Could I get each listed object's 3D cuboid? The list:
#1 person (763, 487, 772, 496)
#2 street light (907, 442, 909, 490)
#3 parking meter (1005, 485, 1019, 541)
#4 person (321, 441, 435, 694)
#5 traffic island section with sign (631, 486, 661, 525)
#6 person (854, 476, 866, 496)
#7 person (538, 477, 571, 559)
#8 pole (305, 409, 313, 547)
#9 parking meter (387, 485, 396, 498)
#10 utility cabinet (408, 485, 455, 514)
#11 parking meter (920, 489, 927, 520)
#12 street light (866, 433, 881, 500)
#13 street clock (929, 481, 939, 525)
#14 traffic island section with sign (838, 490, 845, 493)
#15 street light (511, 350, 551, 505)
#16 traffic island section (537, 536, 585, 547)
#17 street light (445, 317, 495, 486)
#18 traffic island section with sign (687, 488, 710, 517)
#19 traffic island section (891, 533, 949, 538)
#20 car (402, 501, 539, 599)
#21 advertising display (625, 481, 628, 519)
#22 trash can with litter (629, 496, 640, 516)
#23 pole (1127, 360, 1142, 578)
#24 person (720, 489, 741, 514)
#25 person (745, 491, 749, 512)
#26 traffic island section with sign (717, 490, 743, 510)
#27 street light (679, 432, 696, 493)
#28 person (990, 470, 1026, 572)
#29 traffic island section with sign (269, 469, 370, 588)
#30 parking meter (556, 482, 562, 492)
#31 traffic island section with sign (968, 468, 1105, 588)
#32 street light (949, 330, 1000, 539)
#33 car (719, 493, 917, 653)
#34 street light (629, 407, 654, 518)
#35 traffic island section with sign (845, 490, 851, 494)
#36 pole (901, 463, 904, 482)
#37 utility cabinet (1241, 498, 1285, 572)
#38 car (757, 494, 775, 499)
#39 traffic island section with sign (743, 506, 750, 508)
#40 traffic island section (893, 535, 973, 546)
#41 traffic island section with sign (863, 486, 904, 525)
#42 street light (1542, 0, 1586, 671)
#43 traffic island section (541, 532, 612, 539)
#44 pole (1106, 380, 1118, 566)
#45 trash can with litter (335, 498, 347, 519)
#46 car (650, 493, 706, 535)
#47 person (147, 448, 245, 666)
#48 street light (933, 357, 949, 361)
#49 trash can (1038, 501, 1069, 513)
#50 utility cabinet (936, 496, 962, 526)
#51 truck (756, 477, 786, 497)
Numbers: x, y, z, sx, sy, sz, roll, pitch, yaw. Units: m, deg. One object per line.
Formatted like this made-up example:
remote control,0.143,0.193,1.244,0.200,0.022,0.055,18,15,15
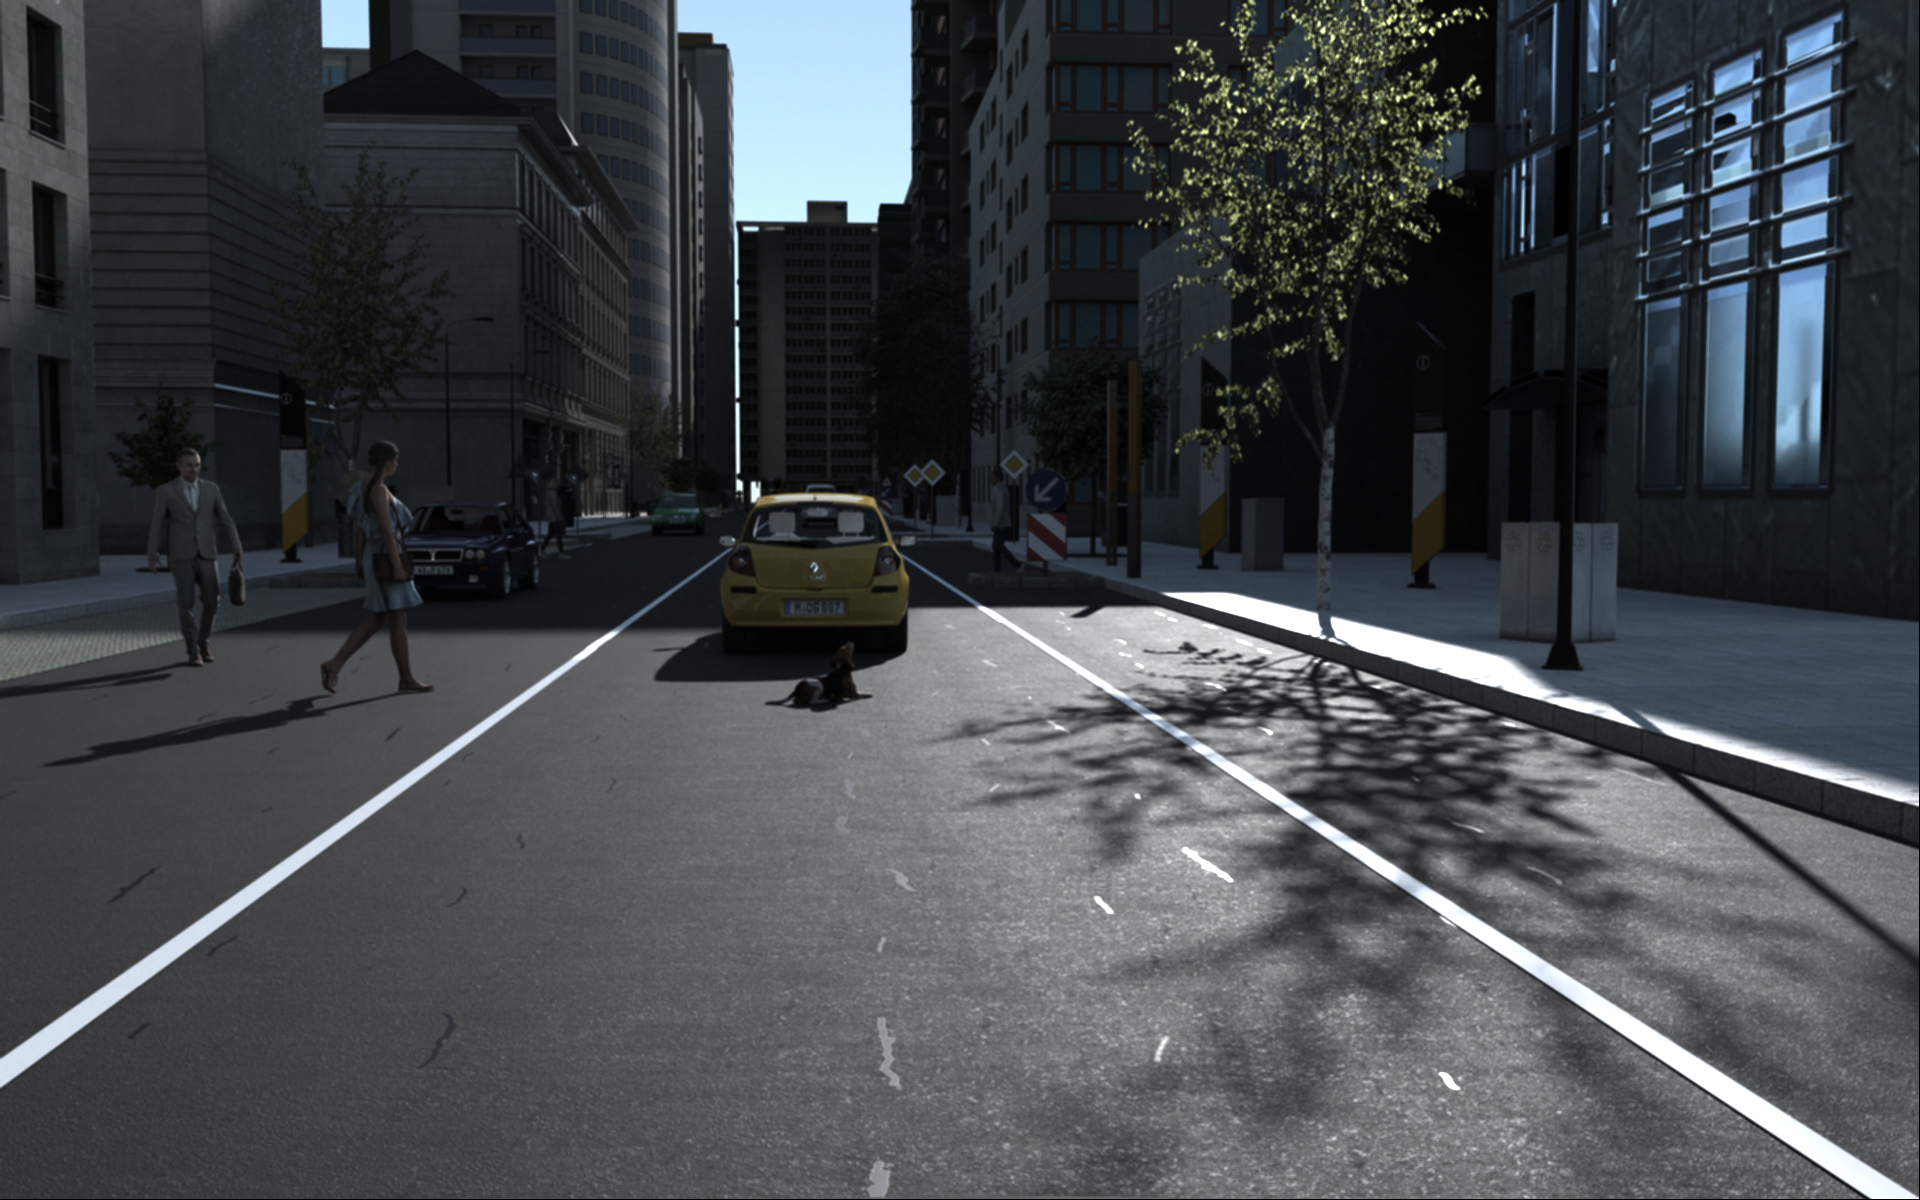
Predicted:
person,-10.219,-5.122,92.425,0.721,1.800,0.419,-1,4,-16
street light,-3.391,-7.509,95.314,1.470,5.913,1.316,0,4,-5
parking meter,1.419,-2.368,47.122,0.372,1.533,0.369,0,3,0
person,-4.147,-0.230,12.354,0.778,1.811,0.616,-2,4,-29
traffic island section with sign,-14.282,-4.425,80.972,1.989,1.847,2.006,0,4,-5
person,-2.079,-1.749,37.106,0.388,1.821,0.555,-2,4,-30
person,-8.995,-1.813,38.323,0.728,1.800,0.709,-1,4,-17
pole,-15.684,-2.924,41.657,0.158,3.312,0.155,0,3,0
parking meter,-15.212,-2.307,46.128,0.372,1.533,0.369,0,3,0
utility cabinet,-13.196,-2.116,43.277,1.173,1.500,0.318,1,4,19
parking meter,-1.779,-4.634,84.185,0.372,1.533,0.369,0,3,0
street light,-6.600,-9.751,131.967,1.470,5.913,1.316,0,4,-5
street clock,-1.099,-4.140,72.259,0.358,2.002,0.471,2,4,28
traffic island section with sign,-12.914,-10.900,186.843,1.989,1.847,2.006,0,4,-5
street light,-13.854,-5.090,55.766,1.470,5.913,1.316,0,4,-5
traffic island section,-11.711,-1.584,48.183,2.009,0.180,2.903,0,4,-5
street light,-12.871,-4.458,45.423,1.470,5.913,1.316,0,4,-5
traffic island section with sign,-16.725,-6.116,108.621,1.989,1.847,2.006,0,4,-5
traffic island section,-1.464,-2.129,57.095,2.009,0.180,2.903,0,4,-5
car,-7.148,-0.749,24.828,1.945,1.354,3.894,0,4,-5
advertising display,-16.976,-5.074,88.168,0.123,1.923,0.974,-1,4,-11
trash can with litter,-18.659,-5.401,99.691,0.624,1.170,1.055,-2,4,-30
pole,2.664,-1.992,26.419,0.158,3.312,0.155,0,3,0
person,-16.837,-7.218,126.730,1.509,1.804,0.699,1,4,12
person,-16.844,-7.806,137.052,0.530,1.710,0.541,1,4,19
traffic island section with sign,-21.063,-9.127,157.850,1.989,1.847,2.006,0,4,-5
street light,-20.345,-9.577,129.120,1.470,5.913,1.316,0,4,-5
person,0.760,-1.279,29.265,0.795,1.843,0.661,1,4,15
traffic island section with sign,-9.534,-1.134,27.162,1.989,1.847,2.006,0,4,-5
parking meter,-16.591,-4.017,71.393,0.255,1.863,0.399,1,4,21
traffic island section with sign,1.155,-1.148,27.400,1.989,1.847,2.006,0,4,-5
street light,0.550,-4.684,49.129,1.470,5.913,1.316,0,4,-5
car,-1.411,-0.422,17.120,2.015,1.641,3.980,0,4,-4
street light,-17.068,-7.361,92.889,1.470,5.913,1.316,0,4,-5
traffic island section with sign,-6.068,-6.156,109.276,1.989,1.847,2.006,0,4,-5
pole,-3.759,-7.345,113.932,0.158,3.312,0.155,0,3,0
utility cabinet,5.076,-1.095,29.063,0.306,1.237,1.020,3,4,37
car,-17.840,-9.316,161.359,2.155,1.783,4.494,0,4,-7
traffic island section with sign,-23.438,-10.769,184.701,1.989,1.847,2.006,0,4,-5
traffic island section,-0.762,-1.643,49.141,2.009,0.180,2.903,0,4,-5
traffic island section with sign,-3.681,-4.497,82.148,1.989,1.847,2.006,0,4,-5
street light,3.907,-2.446,12.535,1.470,5.913,1.316,0,4,-5
traffic island section,-12.413,-2.071,56.137,2.009,0.180,2.903,0,4,-5
pole,2.725,-2.275,31.042,0.158,3.312,0.155,0,3,0
trash can with litter,-20.050,-2.759,56.503,0.624,1.170,1.055,1,4,20
car,-9.998,-3.227,61.564,1.959,1.807,4.718,0,4,-7
person,-6.395,-0.360,14.503,0.709,1.813,0.853,-3,5,-41
street light,-0.205,-5.285,58.945,1.470,5.913,1.316,0,4,-5
trash can,2.034,-1.621,38.153,0.748,1.137,0.748,0,3,0
utility cabinet,-0.444,-3.585,69.770,1.020,1.237,0.306,2,4,26
truck,-22.083,-12.669,203.070,3.469,3.379,9.791,0,4,-5
